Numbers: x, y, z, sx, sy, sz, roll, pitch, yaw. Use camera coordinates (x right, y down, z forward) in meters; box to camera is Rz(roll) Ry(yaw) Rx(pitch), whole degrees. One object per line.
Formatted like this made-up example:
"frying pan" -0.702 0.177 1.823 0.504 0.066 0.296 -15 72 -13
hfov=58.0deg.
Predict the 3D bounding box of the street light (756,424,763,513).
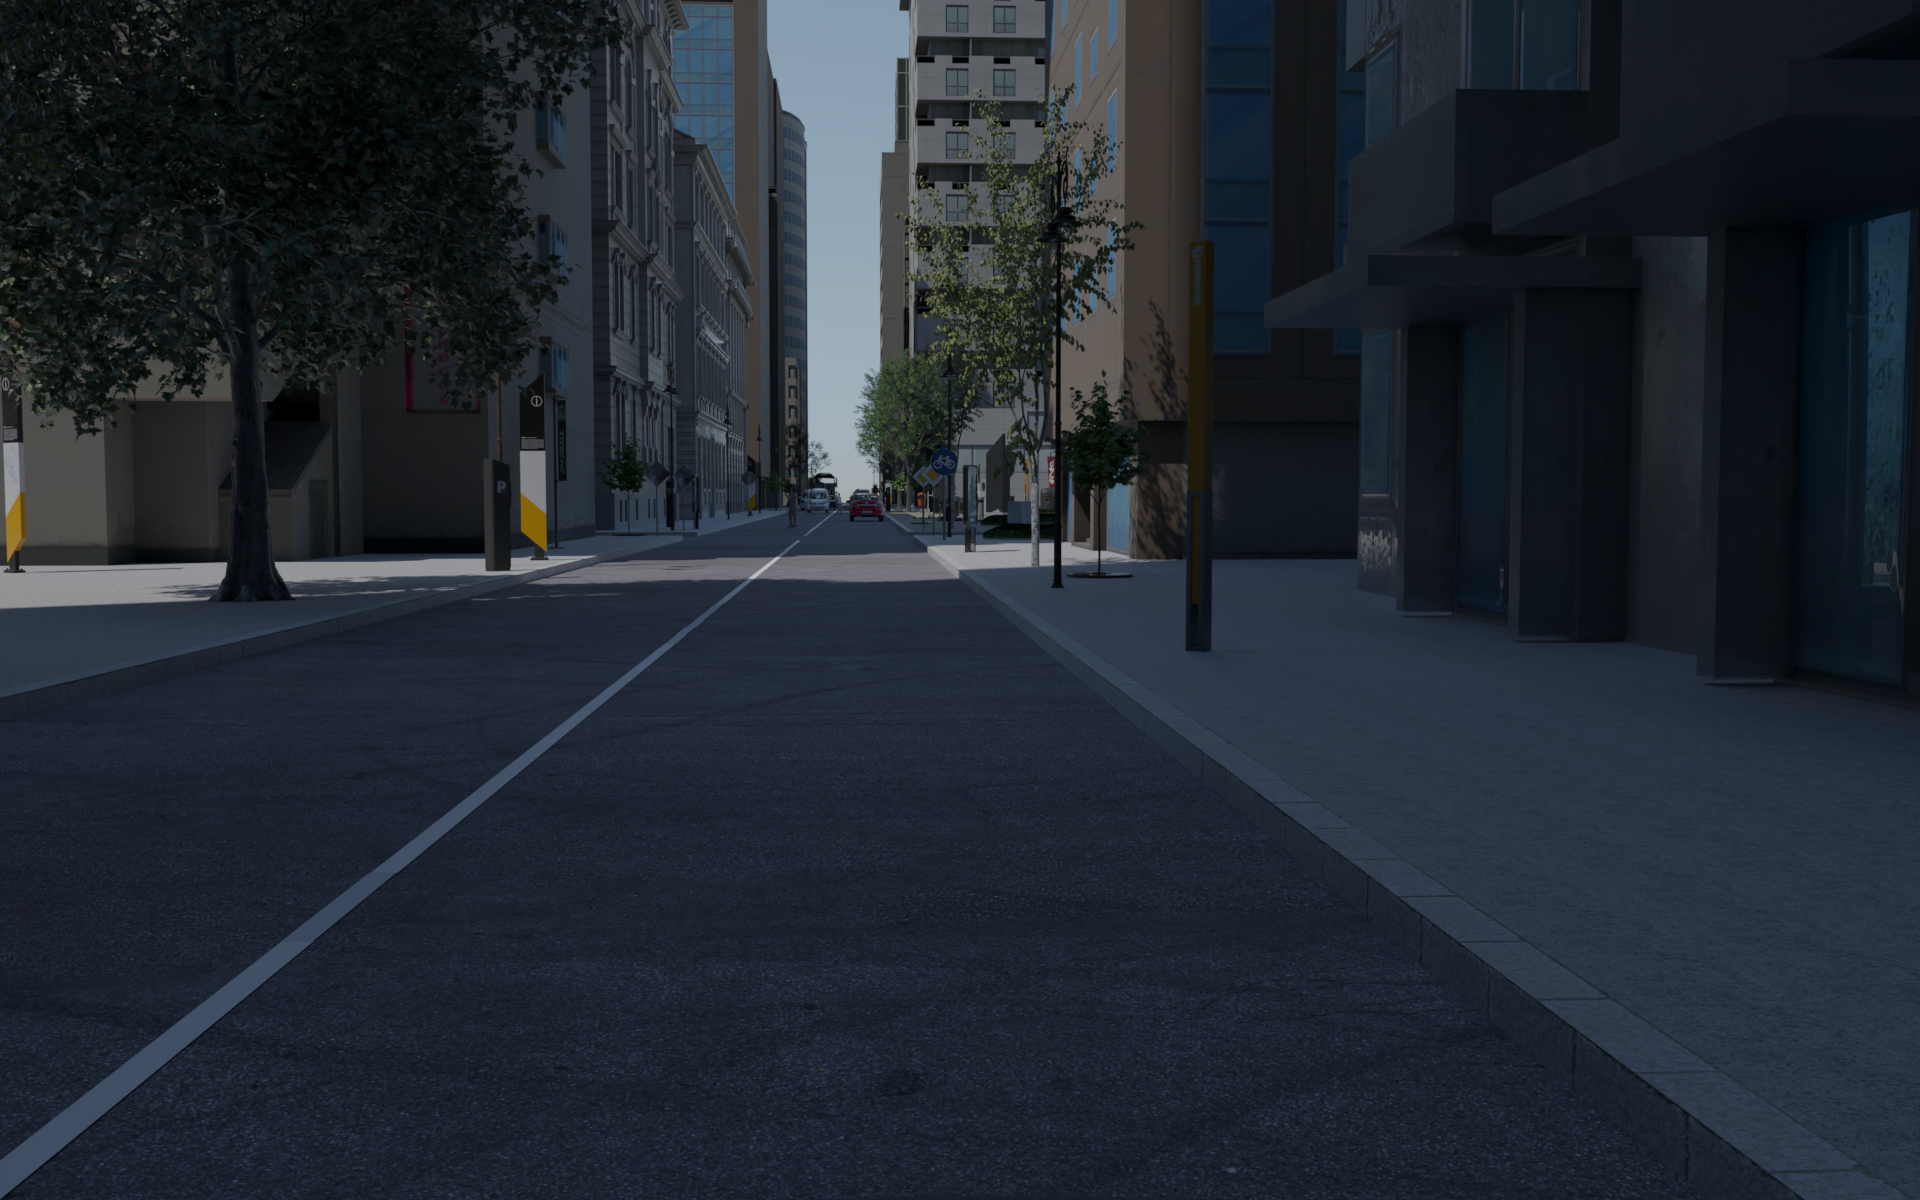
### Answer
"street light" -13.229 -8.656 114.315 0.468 5.910 1.993 0 4 -3

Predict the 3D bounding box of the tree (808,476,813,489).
"tree" -24.766 -18.904 292.794 4.285 4.588 4.351 0 3 0

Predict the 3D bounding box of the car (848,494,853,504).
"car" -14.442 -14.002 239.157 2.015 1.641 3.980 0 4 -4

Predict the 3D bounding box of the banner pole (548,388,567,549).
"banner pole" -9.403 -3.097 40.660 0.401 3.779 0.863 -3 4 -37

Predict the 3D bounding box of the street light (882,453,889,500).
"street light" -6.645 -11.316 157.806 0.468 5.910 1.993 0 4 -3

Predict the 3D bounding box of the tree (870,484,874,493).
"tree" -14.018 -17.833 286.168 1.663 3.219 1.824 0 3 0

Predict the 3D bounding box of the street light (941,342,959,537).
"street light" -0.318 -4.823 51.640 0.468 5.910 1.993 0 4 -3

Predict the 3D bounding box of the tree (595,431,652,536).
"tree" -10.183 -3.585 53.217 1.663 3.219 1.824 0 3 0

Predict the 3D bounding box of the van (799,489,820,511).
"van" -12.919 -8.732 149.773 2.013 2.044 4.112 0 4 -3

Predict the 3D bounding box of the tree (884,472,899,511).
"tree" -4.334 -8.352 131.158 1.663 3.219 1.824 0 3 0

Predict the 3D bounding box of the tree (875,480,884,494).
"tree" -7.473 -11.466 182.077 1.663 3.219 1.824 0 3 0

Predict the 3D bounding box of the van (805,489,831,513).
"van" -10.935 -7.731 133.407 2.013 2.044 4.112 0 4 -3

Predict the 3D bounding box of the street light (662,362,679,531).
"street light" -10.087 -5.370 60.595 0.468 5.910 1.993 0 4 -3

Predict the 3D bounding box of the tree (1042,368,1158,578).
"tree" 2.178 -1.957 26.597 1.663 3.219 1.824 0 3 0

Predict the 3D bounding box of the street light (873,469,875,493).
"street light" -11.535 -16.401 240.938 0.468 5.910 1.993 0 4 -3

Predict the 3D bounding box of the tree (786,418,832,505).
"tree" -19.825 -16.993 212.251 8.767 10.594 7.601 -1 4 -11

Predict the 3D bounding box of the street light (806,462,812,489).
"street light" -19.397 -15.093 219.561 0.468 5.910 1.993 0 4 -3

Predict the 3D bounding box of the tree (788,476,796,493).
"tree" -16.684 -10.517 166.561 1.663 3.219 1.824 0 3 0

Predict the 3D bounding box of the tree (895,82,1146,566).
"tree" 1.097 -4.902 30.511 4.737 8.622 4.395 0 3 0

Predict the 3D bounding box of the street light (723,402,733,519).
"street light" -11.691 -7.003 87.289 0.468 5.910 1.993 0 4 -3

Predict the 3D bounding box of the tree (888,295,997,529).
"tree" -0.385 -6.966 64.263 4.360 8.622 3.978 0 3 0

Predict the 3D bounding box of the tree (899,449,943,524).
"tree" -1.578 -4.869 74.209 1.663 3.219 1.824 0 3 0

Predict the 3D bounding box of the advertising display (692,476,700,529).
"advertising display" -9.695 -3.571 63.595 0.123 1.923 0.974 -1 4 -17

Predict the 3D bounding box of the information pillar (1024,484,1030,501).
"information pillar" 4.860 -7.409 125.631 0.304 2.012 0.304 1 4 18

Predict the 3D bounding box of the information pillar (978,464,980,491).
"information pillar" 1.465 -8.726 134.020 0.183 3.616 0.504 0 4 -8

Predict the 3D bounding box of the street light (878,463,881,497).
"street light" -8.230 -12.963 184.731 0.468 5.910 1.993 0 4 -3

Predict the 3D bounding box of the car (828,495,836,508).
"car" -13.730 -10.221 179.685 1.945 1.354 3.894 0 4 -4

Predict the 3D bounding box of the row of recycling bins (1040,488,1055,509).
"row of recycling bins" 6.221 -6.720 116.982 1.069 1.692 3.534 1 4 17

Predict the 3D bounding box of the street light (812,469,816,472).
"street light" -21.080 -16.726 246.250 0.468 5.910 1.993 0 4 -3

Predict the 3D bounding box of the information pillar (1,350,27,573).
"information pillar" -15.336 -2.245 28.061 0.504 3.616 0.183 2 4 35

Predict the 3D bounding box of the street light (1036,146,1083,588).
"street light" 1.336 -3.103 23.524 0.468 5.910 1.993 0 4 -3

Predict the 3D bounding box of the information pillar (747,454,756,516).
"information pillar" -12.224 -6.729 101.379 0.504 3.616 0.183 -1 4 -9

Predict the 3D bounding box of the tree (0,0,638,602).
"tree" -8.671 -6.345 20.747 9.611 12.733 9.660 0 3 0

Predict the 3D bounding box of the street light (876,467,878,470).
"street light" -9.853 -14.596 211.424 0.468 5.910 1.993 0 4 -3

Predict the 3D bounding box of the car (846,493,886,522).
"car" -4.972 -5.067 91.887 2.155 1.783 4.494 0 4 -4

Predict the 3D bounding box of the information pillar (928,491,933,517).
"information pillar" -1.670 -5.688 97.494 0.304 2.012 0.304 0 4 -5

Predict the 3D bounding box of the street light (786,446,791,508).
"street light" -16.188 -11.693 163.963 0.468 5.910 1.993 0 4 -3

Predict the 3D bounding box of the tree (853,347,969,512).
"tree" -3.441 -11.954 121.198 9.928 11.665 9.643 0 3 0

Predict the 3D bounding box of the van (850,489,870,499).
"van" -8.463 -8.707 149.377 2.013 2.044 4.112 0 4 -5

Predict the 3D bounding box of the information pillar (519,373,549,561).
"information pillar" -8.213 -2.570 33.382 0.504 3.616 0.183 -1 4 -10

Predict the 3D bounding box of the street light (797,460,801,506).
"street light" -17.711 -13.328 190.695 0.468 5.910 1.993 0 4 -3

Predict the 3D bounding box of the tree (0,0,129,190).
"tree" -8.031 -3.770 11.999 4.360 8.622 3.978 0 3 0

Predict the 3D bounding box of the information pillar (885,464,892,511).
"information pillar" -5.577 -8.761 134.593 0.504 3.616 0.183 -1 4 -10

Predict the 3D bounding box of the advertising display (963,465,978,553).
"advertising display" 0.227 -2.023 38.296 0.123 1.923 0.974 1 4 13

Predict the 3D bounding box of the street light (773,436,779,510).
"street light" -14.593 -10.060 137.269 0.468 5.910 1.993 0 4 -3

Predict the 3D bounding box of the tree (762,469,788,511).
"tree" -14.500 -8.520 133.907 1.663 3.219 1.824 0 3 0

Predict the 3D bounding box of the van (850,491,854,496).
"van" -15.423 -15.419 259.114 2.013 2.044 4.112 0 4 -4
